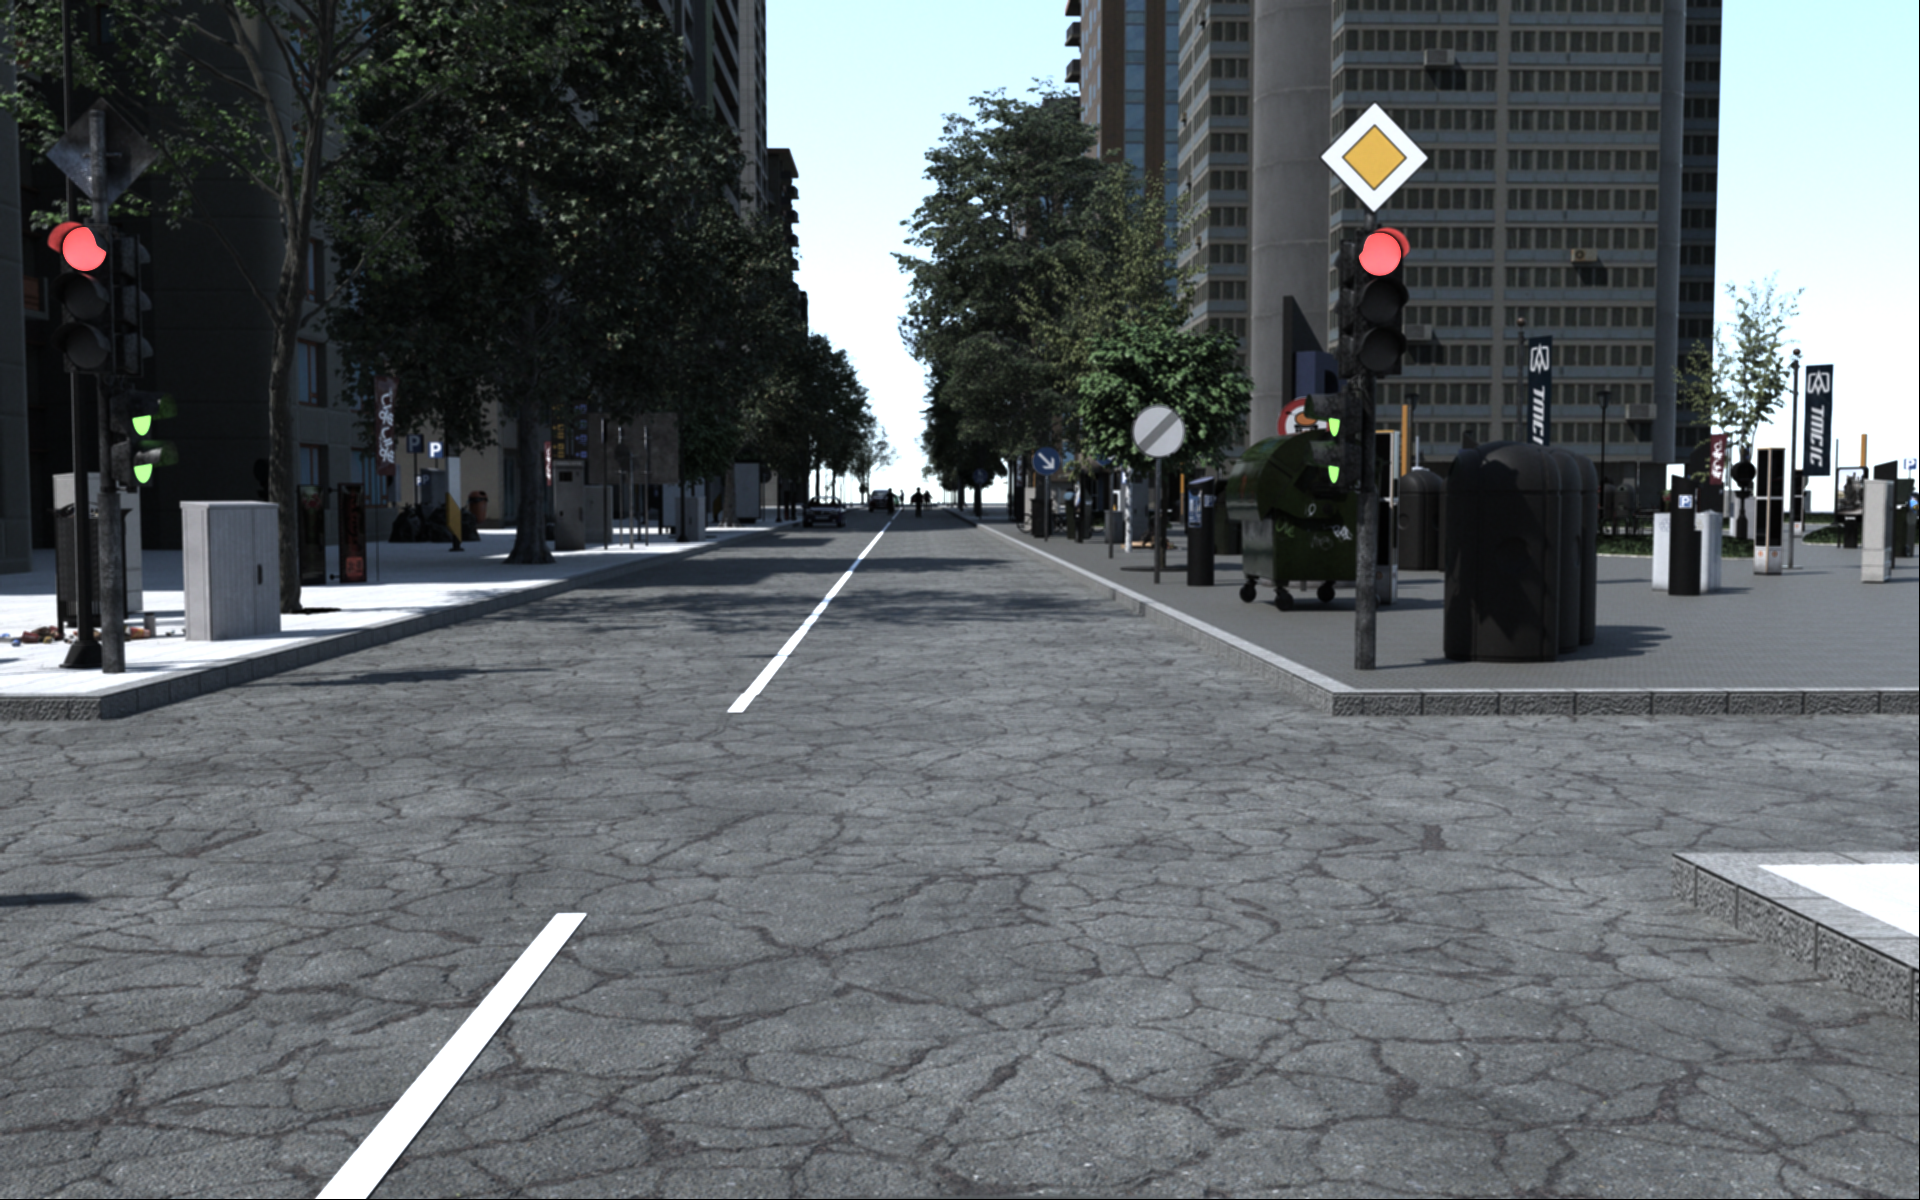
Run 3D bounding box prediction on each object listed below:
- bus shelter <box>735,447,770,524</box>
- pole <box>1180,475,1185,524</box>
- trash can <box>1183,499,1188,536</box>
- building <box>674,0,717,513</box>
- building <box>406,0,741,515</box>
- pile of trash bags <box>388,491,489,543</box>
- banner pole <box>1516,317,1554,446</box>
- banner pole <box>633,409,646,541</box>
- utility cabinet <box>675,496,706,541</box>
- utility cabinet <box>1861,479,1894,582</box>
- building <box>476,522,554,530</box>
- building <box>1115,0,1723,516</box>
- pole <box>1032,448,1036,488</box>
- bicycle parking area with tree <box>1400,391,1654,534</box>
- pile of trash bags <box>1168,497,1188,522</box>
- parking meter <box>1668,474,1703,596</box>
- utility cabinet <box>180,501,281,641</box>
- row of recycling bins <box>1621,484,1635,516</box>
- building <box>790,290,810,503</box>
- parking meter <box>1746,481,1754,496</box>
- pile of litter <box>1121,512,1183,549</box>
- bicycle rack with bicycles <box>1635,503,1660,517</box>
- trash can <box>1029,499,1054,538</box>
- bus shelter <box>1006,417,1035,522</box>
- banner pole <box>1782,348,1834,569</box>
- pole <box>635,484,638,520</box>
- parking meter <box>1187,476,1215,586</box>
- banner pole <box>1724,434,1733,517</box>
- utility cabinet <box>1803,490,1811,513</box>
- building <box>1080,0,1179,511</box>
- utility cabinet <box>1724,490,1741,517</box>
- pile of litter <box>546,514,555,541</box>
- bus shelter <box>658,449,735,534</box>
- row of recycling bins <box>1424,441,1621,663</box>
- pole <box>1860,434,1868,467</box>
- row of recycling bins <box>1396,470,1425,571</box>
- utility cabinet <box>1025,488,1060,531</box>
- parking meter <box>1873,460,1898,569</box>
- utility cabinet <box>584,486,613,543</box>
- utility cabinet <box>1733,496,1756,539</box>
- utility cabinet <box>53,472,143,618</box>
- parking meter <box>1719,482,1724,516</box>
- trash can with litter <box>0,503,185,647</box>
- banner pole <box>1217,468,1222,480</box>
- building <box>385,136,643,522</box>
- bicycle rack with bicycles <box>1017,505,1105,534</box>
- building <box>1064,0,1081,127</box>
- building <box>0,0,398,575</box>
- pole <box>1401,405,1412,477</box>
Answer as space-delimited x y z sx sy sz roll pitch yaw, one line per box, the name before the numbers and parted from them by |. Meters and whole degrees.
bus shelter | -9.457 -5.100 77.302 2.014 3.302 5.546 0 4 -2
pole | 9.600 -4.944 74.684 0.158 3.312 0.155 0 3 0
trash can | 7.204 -2.536 53.114 0.748 1.137 0.748 0 3 0
building | -24.064 -26.407 115.347 14.154 41.232 14.086 0 4 -2
building | -28.542 -31.139 132.819 21.300 48.544 21.600 0 4 -2
pile of trash bags | -13.902 -2.286 47.130 1.912 1.369 3.447 1 4 16
banner pole | 8.040 -2.104 24.424 0.401 3.779 0.863 -1 4 -23
banner pole | -8.764 -3.505 47.331 0.401 3.779 0.863 0 4 -6
utility cabinet | -7.368 -2.210 47.297 1.020 1.237 0.306 3 5 44
utility cabinet | 13.467 -1.022 25.391 0.318 1.500 1.173 2 4 33
building | -27.596 -27.378 71.338 21.300 48.544 21.600 0 4 -2
building | 25.773 -24.993 100.523 32.217 40.220 23.993 0 4 -2
pole | 3.145 -4.845 73.065 0.158 3.312 0.155 0 3 0
bicycle parking area with tree | 15.358 -3.781 48.823 8.231 4.147 9.016 2 4 26
pile of trash bags | 10.689 -4.213 78.640 1.912 1.369 3.447 0 4 -6
parking meter | 9.202 -0.829 21.962 0.372 1.533 0.369 0 3 0
utility cabinet | -6.525 -0.269 15.555 0.306 1.237 1.020 1 4 12
row of recycling bins | 25.296 -3.782 68.947 1.069 1.692 3.534 -2 4 -33
building | -28.058 -28.427 236.486 14.160 30.474 14.107 0 4 -2
parking meter | 32.435 -4.005 71.187 0.255 1.863 0.399 1 4 9
pile of litter | 4.494 -1.637 40.726 1.176 0.858 1.719 -2 4 -24
bicycle rack with bicycles | 28.704 -3.611 72.427 2.925 0.926 2.852 2 4 34
trash can | 2.406 -2.405 50.983 0.748 1.137 0.748 0 3 0
bus shelter | 3.199 -6.424 82.671 2.179 5.291 8.768 0 4 -1
banner pole | 14.494 -2.423 29.631 0.401 3.779 0.863 -3 5 -39
pole | -16.125 -5.668 86.521 0.158 3.312 0.155 0 3 0
parking meter | 3.371 -0.967 24.226 0.372 1.533 0.369 0 3 0
banner pole | 31.670 -4.976 71.378 0.401 3.779 0.863 3 5 42
utility cabinet | 40.882 -4.601 83.909 0.318 1.500 1.173 3 5 44
building | 15.822 -28.688 119.166 14.600 45.320 14.200 0 4 -2
utility cabinet | 37.441 -4.582 83.600 1.173 1.500 0.318 0 4 -3
pile of litter | -11.603 -2.087 48.082 1.719 0.858 1.176 1 4 23
bus shelter | -8.875 -3.885 57.451 2.014 3.302 5.546 0 4 -1
row of recycling bins | 4.835 -0.463 14.676 1.069 1.692 3.534 2 4 25
pole | 30.493 -3.954 58.492 0.158 3.312 0.155 0 3 0
row of recycling bins | 8.108 -1.333 28.912 1.069 1.692 3.534 -3 5 -42
utility cabinet | 2.816 -3.089 59.181 1.173 1.500 0.318 1 4 15
parking meter | 15.819 -1.467 29.689 0.399 1.863 0.255 2 4 26
utility cabinet | -9.618 -2.218 44.936 1.173 1.500 0.318 0 4 -6
utility cabinet | 21.827 -2.229 47.604 1.020 1.237 0.306 0 4 -2
utility cabinet | -9.013 -0.577 18.117 0.318 1.500 1.173 0 4 2
parking meter | 36.106 -4.690 82.397 0.399 1.863 0.255 -1 4 -11
trash can with litter | -8.065 -0.262 15.338 2.233 1.210 1.678 0 3 0
banner pole | 11.285 -5.219 75.349 0.401 3.779 0.863 0 4 -5
building | -28.091 -28.950 97.038 21.300 48.544 21.600 0 4 -2
bicycle rack with bicycles | 3.339 -2.690 57.368 2.925 0.926 2.852 0 4 8
building | 19.954 -29.735 140.796 22.147 44.769 28.867 0 4 -2
building | -29.217 -11.513 33.278 27.650 21.520 28.899 0 4 -2
pole | 10.219 -2.804 39.693 0.158 3.312 0.155 0 3 0
